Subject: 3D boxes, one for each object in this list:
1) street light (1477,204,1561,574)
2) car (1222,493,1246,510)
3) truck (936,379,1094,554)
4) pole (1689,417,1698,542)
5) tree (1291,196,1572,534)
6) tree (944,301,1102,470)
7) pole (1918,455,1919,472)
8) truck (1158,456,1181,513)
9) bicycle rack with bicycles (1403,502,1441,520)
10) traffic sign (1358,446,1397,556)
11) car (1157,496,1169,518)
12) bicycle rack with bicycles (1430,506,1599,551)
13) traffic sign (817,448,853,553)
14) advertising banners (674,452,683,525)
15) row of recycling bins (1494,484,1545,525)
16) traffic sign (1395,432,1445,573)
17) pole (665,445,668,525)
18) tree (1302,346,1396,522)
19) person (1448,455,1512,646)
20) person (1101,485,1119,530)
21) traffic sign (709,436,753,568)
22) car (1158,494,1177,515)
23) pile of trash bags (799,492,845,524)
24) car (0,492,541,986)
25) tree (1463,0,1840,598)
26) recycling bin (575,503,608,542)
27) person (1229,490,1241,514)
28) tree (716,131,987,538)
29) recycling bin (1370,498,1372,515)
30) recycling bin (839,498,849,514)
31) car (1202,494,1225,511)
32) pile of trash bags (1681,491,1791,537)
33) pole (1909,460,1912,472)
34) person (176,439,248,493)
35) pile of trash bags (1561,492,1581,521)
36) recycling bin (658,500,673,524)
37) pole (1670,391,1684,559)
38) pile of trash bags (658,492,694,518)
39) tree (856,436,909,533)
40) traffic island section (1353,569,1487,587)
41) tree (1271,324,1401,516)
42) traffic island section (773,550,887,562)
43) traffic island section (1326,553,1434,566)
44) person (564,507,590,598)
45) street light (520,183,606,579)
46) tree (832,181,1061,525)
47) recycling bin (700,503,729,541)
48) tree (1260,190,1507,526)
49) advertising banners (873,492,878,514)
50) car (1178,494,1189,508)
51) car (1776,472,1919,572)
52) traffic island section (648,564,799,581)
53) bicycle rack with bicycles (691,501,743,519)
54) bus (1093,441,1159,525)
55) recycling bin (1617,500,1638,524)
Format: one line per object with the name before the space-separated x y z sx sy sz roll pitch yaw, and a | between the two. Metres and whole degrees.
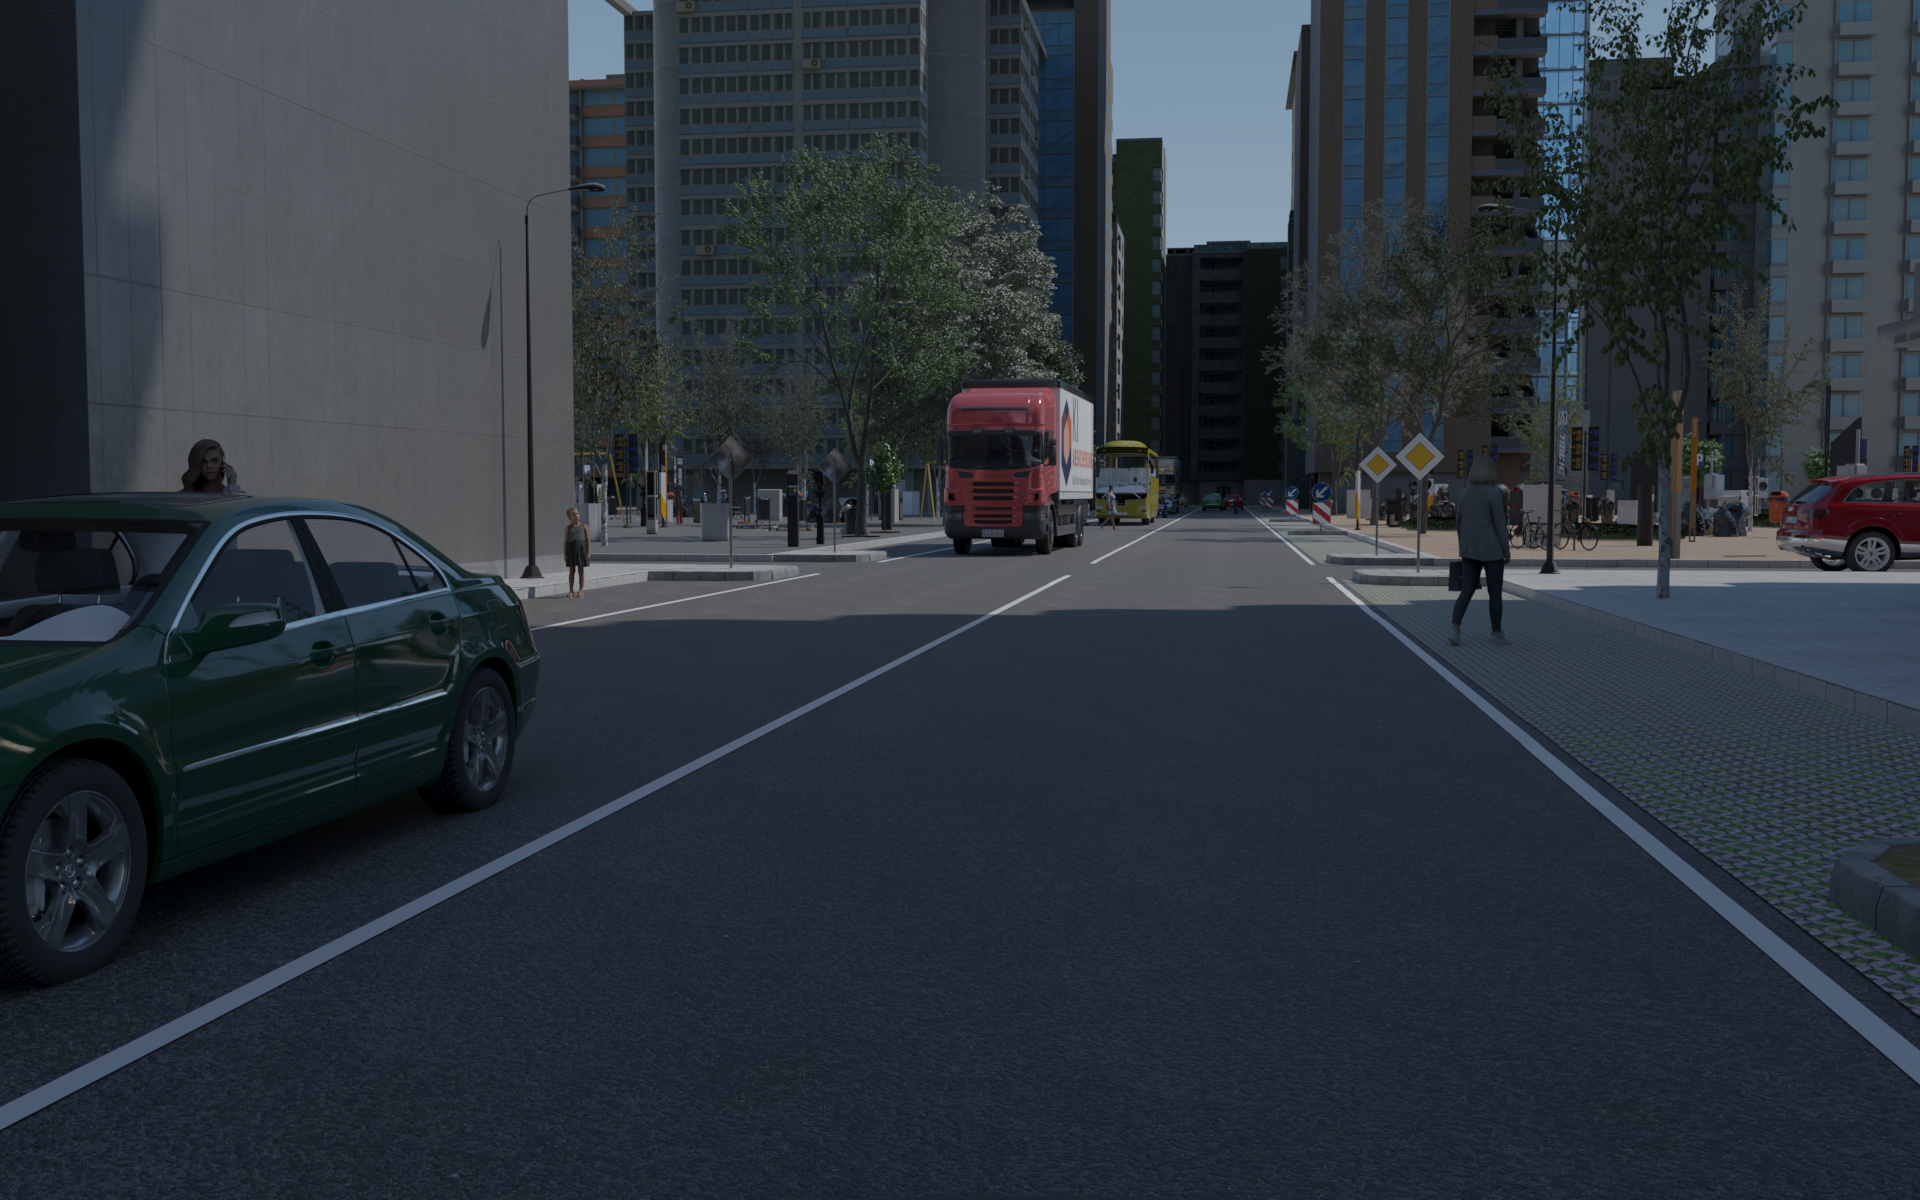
street light | 8.971 -3.381 27.827 1.470 5.913 1.316 1 4 9
car | 24.890 -9.083 157.547 2.155 1.783 4.494 1 4 9
truck | 1.643 -3.408 44.627 2.839 4.237 11.283 1 4 10
pole | 19.555 -3.201 46.171 0.158 3.312 0.155 0 3 0
tree | 14.816 -7.387 55.185 8.767 10.594 7.601 1 4 10
tree | 3.787 -11.210 100.295 9.611 12.733 9.660 0 3 0
pole | 49.789 -5.878 89.942 0.158 3.312 0.155 0 3 0
truck | 15.257 -8.671 130.681 2.839 4.237 11.283 1 4 9
bicycle rack with bicycles | 22.489 -4.301 83.704 2.852 0.926 2.925 0 4 1
traffic sign | 8.671 -1.979 36.003 0.795 2.450 0.064 1 4 9
car | 11.654 -5.637 104.744 1.945 1.354 3.894 0 4 8
bicycle rack with bicycles | 12.920 -1.628 39.994 2.852 0.926 2.925 -1 4 -13
traffic sign | -2.735 -2.088 37.783 0.795 2.450 0.064 1 4 9
advertising banners | -11.897 -4.704 73.095 0.090 3.025 2.074 0 4 0
row of recycling bins | 22.651 -3.939 71.515 3.534 1.692 1.069 3 4 38
traffic sign | 7.449 -1.497 28.111 0.795 2.450 0.064 1 4 9
pole | -12.267 -4.775 71.906 0.158 3.312 0.155 0 3 0
tree | 18.172 -7.912 79.729 4.737 8.622 4.395 0 3 0
person | 4.850 -0.468 16.334 0.728 1.800 0.709 -2 4 -31
person | 5.986 -3.713 69.309 0.778 1.811 0.616 1 4 23
traffic sign | -3.957 -1.605 29.891 0.795 2.450 0.064 1 4 9
car | 13.987 -6.611 119.888 2.131 1.459 4.920 1 4 10
pile of trash bags | -6.136 -4.070 76.301 1.912 1.369 3.447 3 5 44
car | -3.251 0.314 6.670 2.131 1.459 4.920 1 4 9
tree | 8.445 -4.330 21.163 4.737 8.622 4.395 0 3 0
recycling bin | -9.954 -2.079 46.552 0.722 1.027 0.722 3 4 39
person | 19.674 -7.016 123.927 0.721 1.743 1.217 -2 4 -32
tree | -3.033 -7.664 51.059 9.928 11.665 9.643 0 3 0
recycling bin | 24.741 -5.666 105.186 0.722 1.027 0.722 -1 4 -10
recycling bin | -7.377 -6.071 111.819 0.722 1.027 0.722 1 4 10
car | 21.731 -8.551 148.600 1.959 1.807 4.718 1 4 10
pile of trash bags | 23.283 -2.594 52.169 1.912 1.369 3.447 -3 4 -37
pole | 56.831 -6.719 103.693 0.158 3.312 0.155 0 3 0
person | -4.448 -0.066 10.162 0.593 1.750 0.643 -1 4 -14
pile of trash bags | 26.326 -4.116 77.056 3.447 1.369 1.912 -2 4 -32
recycling bin | -13.061 -3.871 75.843 0.722 1.027 0.722 2 4 24
pole | 14.160 -2.471 34.243 0.158 3.312 0.155 0 3 0
pile of trash bags | -15.804 -5.248 95.550 1.912 1.369 3.447 -1 4 -17
tree | -2.628 -3.828 57.188 1.663 3.219 1.824 0 3 0
traffic island section | 7.474 -0.361 28.185 2.009 0.180 2.903 1 4 9
tree | 22.374 -10.830 102.832 9.928 11.665 9.643 0 3 0
traffic island section | -2.759 -0.952 37.848 2.009 0.180 2.903 1 4 9
traffic island section | 8.695 -0.844 36.076 2.009 0.180 2.903 1 4 9
person | -5.309 -0.663 24.010 0.362 1.253 0.373 0 4 -5
street light | -5.983 -3.276 26.110 1.470 5.913 1.316 1 4 9
tree | -0.509 -10.067 71.252 9.857 13.997 8.962 0 3 0
recycling bin | -6.721 -2.131 47.402 0.722 1.027 0.722 -1 4 -13
tree | 17.021 -9.787 70.380 12.009 13.543 11.850 0 3 0
advertising banners | -4.883 -7.120 112.606 2.074 3.025 0.090 3 5 41
car | 23.477 -10.720 185.496 2.015 1.641 3.980 1 4 9
car | 17.579 -1.371 31.086 5.304 1.827 2.281 0 4 7
traffic island section | -3.981 -0.469 29.956 2.009 0.180 2.903 1 4 9
bicycle rack with bicycles | -12.334 -4.669 89.721 2.925 0.926 2.852 -3 5 -41
bus | 8.087 -5.616 83.361 2.896 3.916 12.252 1 4 8
recycling bin | 26.924 -3.506 69.872 0.722 1.027 0.722 1 4 19
